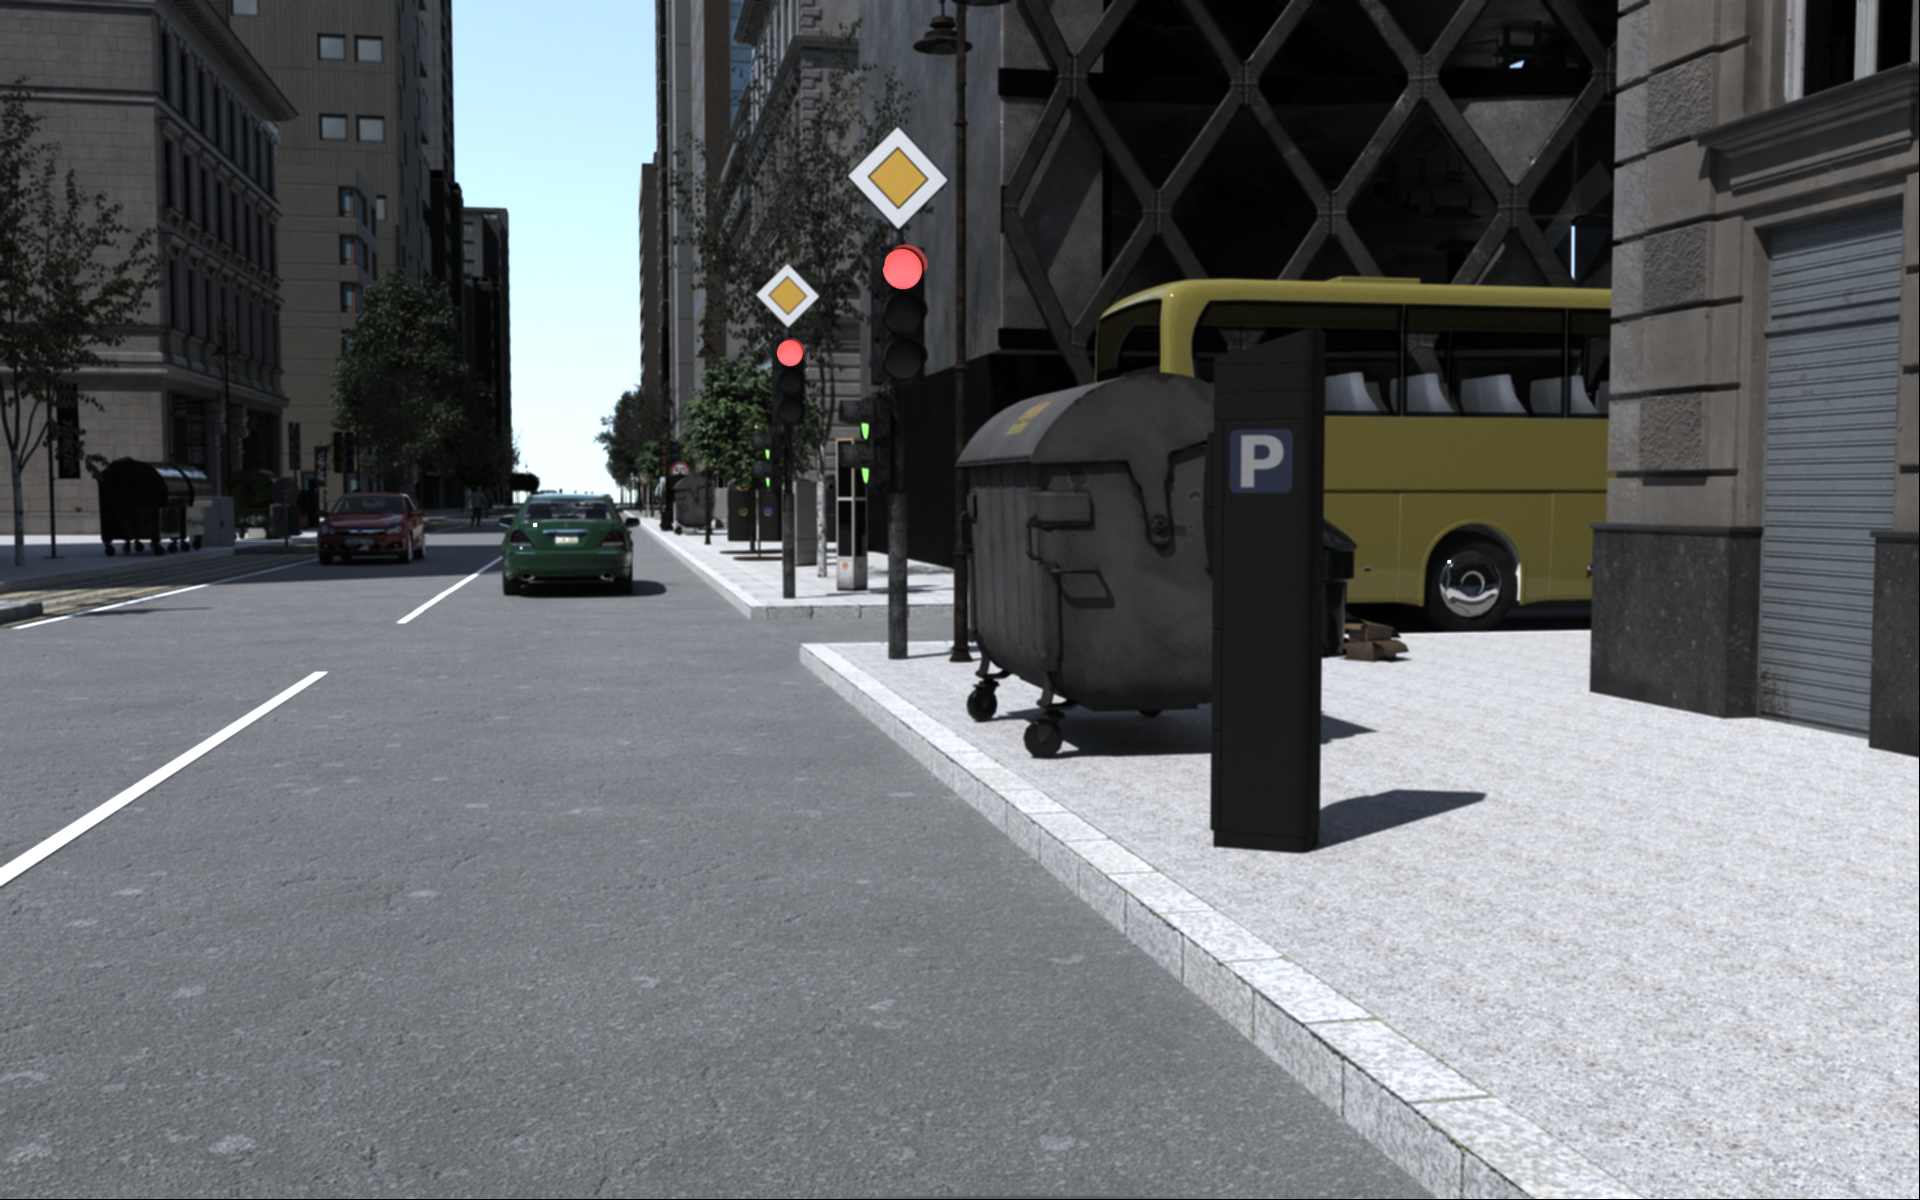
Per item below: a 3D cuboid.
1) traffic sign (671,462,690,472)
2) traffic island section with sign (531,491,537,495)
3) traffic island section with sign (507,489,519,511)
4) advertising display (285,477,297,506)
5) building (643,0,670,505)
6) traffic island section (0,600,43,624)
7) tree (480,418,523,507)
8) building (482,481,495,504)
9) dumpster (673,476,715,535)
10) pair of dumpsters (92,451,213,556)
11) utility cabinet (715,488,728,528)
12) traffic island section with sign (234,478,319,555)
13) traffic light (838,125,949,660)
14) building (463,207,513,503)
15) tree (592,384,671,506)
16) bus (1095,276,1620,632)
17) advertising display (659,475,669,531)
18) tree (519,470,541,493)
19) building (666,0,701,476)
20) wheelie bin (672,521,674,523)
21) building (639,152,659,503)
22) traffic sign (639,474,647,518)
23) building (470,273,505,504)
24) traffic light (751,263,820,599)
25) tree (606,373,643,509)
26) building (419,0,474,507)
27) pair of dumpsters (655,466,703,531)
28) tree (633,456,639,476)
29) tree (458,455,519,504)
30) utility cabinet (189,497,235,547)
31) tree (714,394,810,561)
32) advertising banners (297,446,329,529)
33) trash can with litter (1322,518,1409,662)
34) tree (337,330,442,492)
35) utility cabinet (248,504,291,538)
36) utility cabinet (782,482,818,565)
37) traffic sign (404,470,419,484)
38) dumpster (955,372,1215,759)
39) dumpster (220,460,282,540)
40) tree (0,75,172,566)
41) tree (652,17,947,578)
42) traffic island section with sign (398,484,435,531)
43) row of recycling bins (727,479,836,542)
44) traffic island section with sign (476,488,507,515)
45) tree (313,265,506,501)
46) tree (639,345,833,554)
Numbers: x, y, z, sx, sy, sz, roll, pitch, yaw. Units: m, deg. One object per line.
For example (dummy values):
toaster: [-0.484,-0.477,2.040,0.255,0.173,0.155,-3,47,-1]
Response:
traffic sign: [-10.965,-4.150,67.951,0.768,2.556,0.104,0,4,-2]
traffic island section with sign: [-48.576,-11.567,197.741,1.989,1.847,2.006,-1,4,-12]
traffic island section with sign: [-37.371,-8.259,143.669,1.989,1.847,2.006,-1,4,-12]
advertising display: [-25.712,-3.754,66.589,0.123,1.923,0.974,0,4,1]
building: [-30.229,-47.896,221.356,20.563,71.187,20.611,-1,4,-12]
traffic island section: [-11.621,0.179,19.355,2.009,0.180,2.903,-1,4,-12]
tree: [-44.789,-13.300,167.819,4.360,8.622,3.978,0,3,0]
building: [-72.495,-31.386,205.047,32.217,40.220,23.993,-1,4,-12]
dumpster: [-8.402,-2.997,54.767,1.264,1.857,1.865,-1,4,-12]
pair of dumpsters: [-17.551,-2.155,37.730,1.574,2.255,4.437,-1,4,-12]
utility cabinet: [-8.536,-3.422,64.621,1.173,1.500,0.318,1,4,13]
traffic island section with sign: [-16.282,-2.028,41.784,1.989,1.847,2.006,-1,4,-12]
traffic light: [-0.502,-1.496,13.376,0.839,4.253,0.868,-1,4,-12]
building: [-69.651,-33.993,239.386,14.154,41.232,14.086,-1,4,-12]
tree: [-33.564,-16.149,181.042,9.611,12.733,9.660,0,3,0]
bus: [7.705,-1.691,19.197,12.252,3.916,2.896,-1,4,-12]
advertising display: [-10.234,-3.347,59.945,0.123,1.923,0.974,-1,4,-22]
tree: [-56.176,-14.382,218.862,4.285,4.588,4.351,0,3,0]
building: [-11.429,-35.997,130.556,21.231,58.520,28.212,-1,4,-12]
wheelie bin: [-12.734,-4.273,77.764,0.693,1.594,0.980,1,4,21]
building: [-33.786,-37.867,242.824,21.300,48.544,21.600,-1,4,-12]
traffic sign: [-16.886,-5.693,93.185,0.768,2.556,0.104,0,4,-7]
building: [-67.185,-27.777,225.856,14.160,30.474,14.107,-1,4,-12]
traffic light: [-2.121,-1.974,21.196,0.839,4.253,0.868,-1,4,-12]
tree: [-18.386,-9.286,102.187,4.360,8.622,3.978,0,3,0]
building: [-62.074,-45.557,183.100,20.563,71.187,20.611,-1,4,-12]
pair of dumpsters: [-10.185,-3.689,62.815,1.574,2.255,4.437,-1,4,-12]
tree: [-15.236,-6.502,90.027,4.285,4.588,4.351,0,3,0]
tree: [-38.280,-9.394,137.312,4.285,4.588,4.351,0,3,0]
utility cabinet: [-18.203,-1.895,42.147,0.306,1.237,1.020,3,5,41]
tree: [-4.035,-2.395,33.757,1.663,3.219,1.824,0,3,0]
advertising banners: [-23.911,-4.076,62.828,2.074,3.025,0.090,-3,4,-36]
trash can with litter: [3.037,-0.139,13.652,1.055,1.170,0.624,3,5,45]
tree: [-26.016,-7.838,78.513,4.737,8.622,4.395,0,3,0]
utility cabinet: [-20.044,-2.542,50.245,1.173,1.500,0.318,0,4,8]
utility cabinet: [-2.820,-1.377,31.192,0.318,1.500,1.173,1,4,21]
traffic sign: [-29.341,-5.663,92.688,0.768,2.556,0.104,0,4,-3]
dumpster: [0.765,-0.206,9.131,1.264,1.857,1.865,-1,4,-12]
dumpster: [-19.835,-2.827,48.709,1.502,2.255,1.985,-1,4,-12]
tree: [-16.605,-4.912,30.668,4.737,8.622,4.395,0,3,0]
tree: [-2.365,-4.650,26.390,4.360,8.622,3.978,0,3,0]
traffic island section with sign: [-21.753,-3.642,68.180,1.989,1.847,2.006,-1,4,-12]
row of recycling bins: [-4.681,-2.431,46.853,3.534,1.692,1.069,1,4,20]
traffic island section with sign: [-31.911,-6.645,117.271,1.989,1.847,2.006,-1,4,-12]
tree: [-27.700,-10.401,87.064,9.611,12.733,9.660,0,3,0]
tree: [-4.483,-3.291,37.514,4.285,4.588,4.351,0,3,0]
